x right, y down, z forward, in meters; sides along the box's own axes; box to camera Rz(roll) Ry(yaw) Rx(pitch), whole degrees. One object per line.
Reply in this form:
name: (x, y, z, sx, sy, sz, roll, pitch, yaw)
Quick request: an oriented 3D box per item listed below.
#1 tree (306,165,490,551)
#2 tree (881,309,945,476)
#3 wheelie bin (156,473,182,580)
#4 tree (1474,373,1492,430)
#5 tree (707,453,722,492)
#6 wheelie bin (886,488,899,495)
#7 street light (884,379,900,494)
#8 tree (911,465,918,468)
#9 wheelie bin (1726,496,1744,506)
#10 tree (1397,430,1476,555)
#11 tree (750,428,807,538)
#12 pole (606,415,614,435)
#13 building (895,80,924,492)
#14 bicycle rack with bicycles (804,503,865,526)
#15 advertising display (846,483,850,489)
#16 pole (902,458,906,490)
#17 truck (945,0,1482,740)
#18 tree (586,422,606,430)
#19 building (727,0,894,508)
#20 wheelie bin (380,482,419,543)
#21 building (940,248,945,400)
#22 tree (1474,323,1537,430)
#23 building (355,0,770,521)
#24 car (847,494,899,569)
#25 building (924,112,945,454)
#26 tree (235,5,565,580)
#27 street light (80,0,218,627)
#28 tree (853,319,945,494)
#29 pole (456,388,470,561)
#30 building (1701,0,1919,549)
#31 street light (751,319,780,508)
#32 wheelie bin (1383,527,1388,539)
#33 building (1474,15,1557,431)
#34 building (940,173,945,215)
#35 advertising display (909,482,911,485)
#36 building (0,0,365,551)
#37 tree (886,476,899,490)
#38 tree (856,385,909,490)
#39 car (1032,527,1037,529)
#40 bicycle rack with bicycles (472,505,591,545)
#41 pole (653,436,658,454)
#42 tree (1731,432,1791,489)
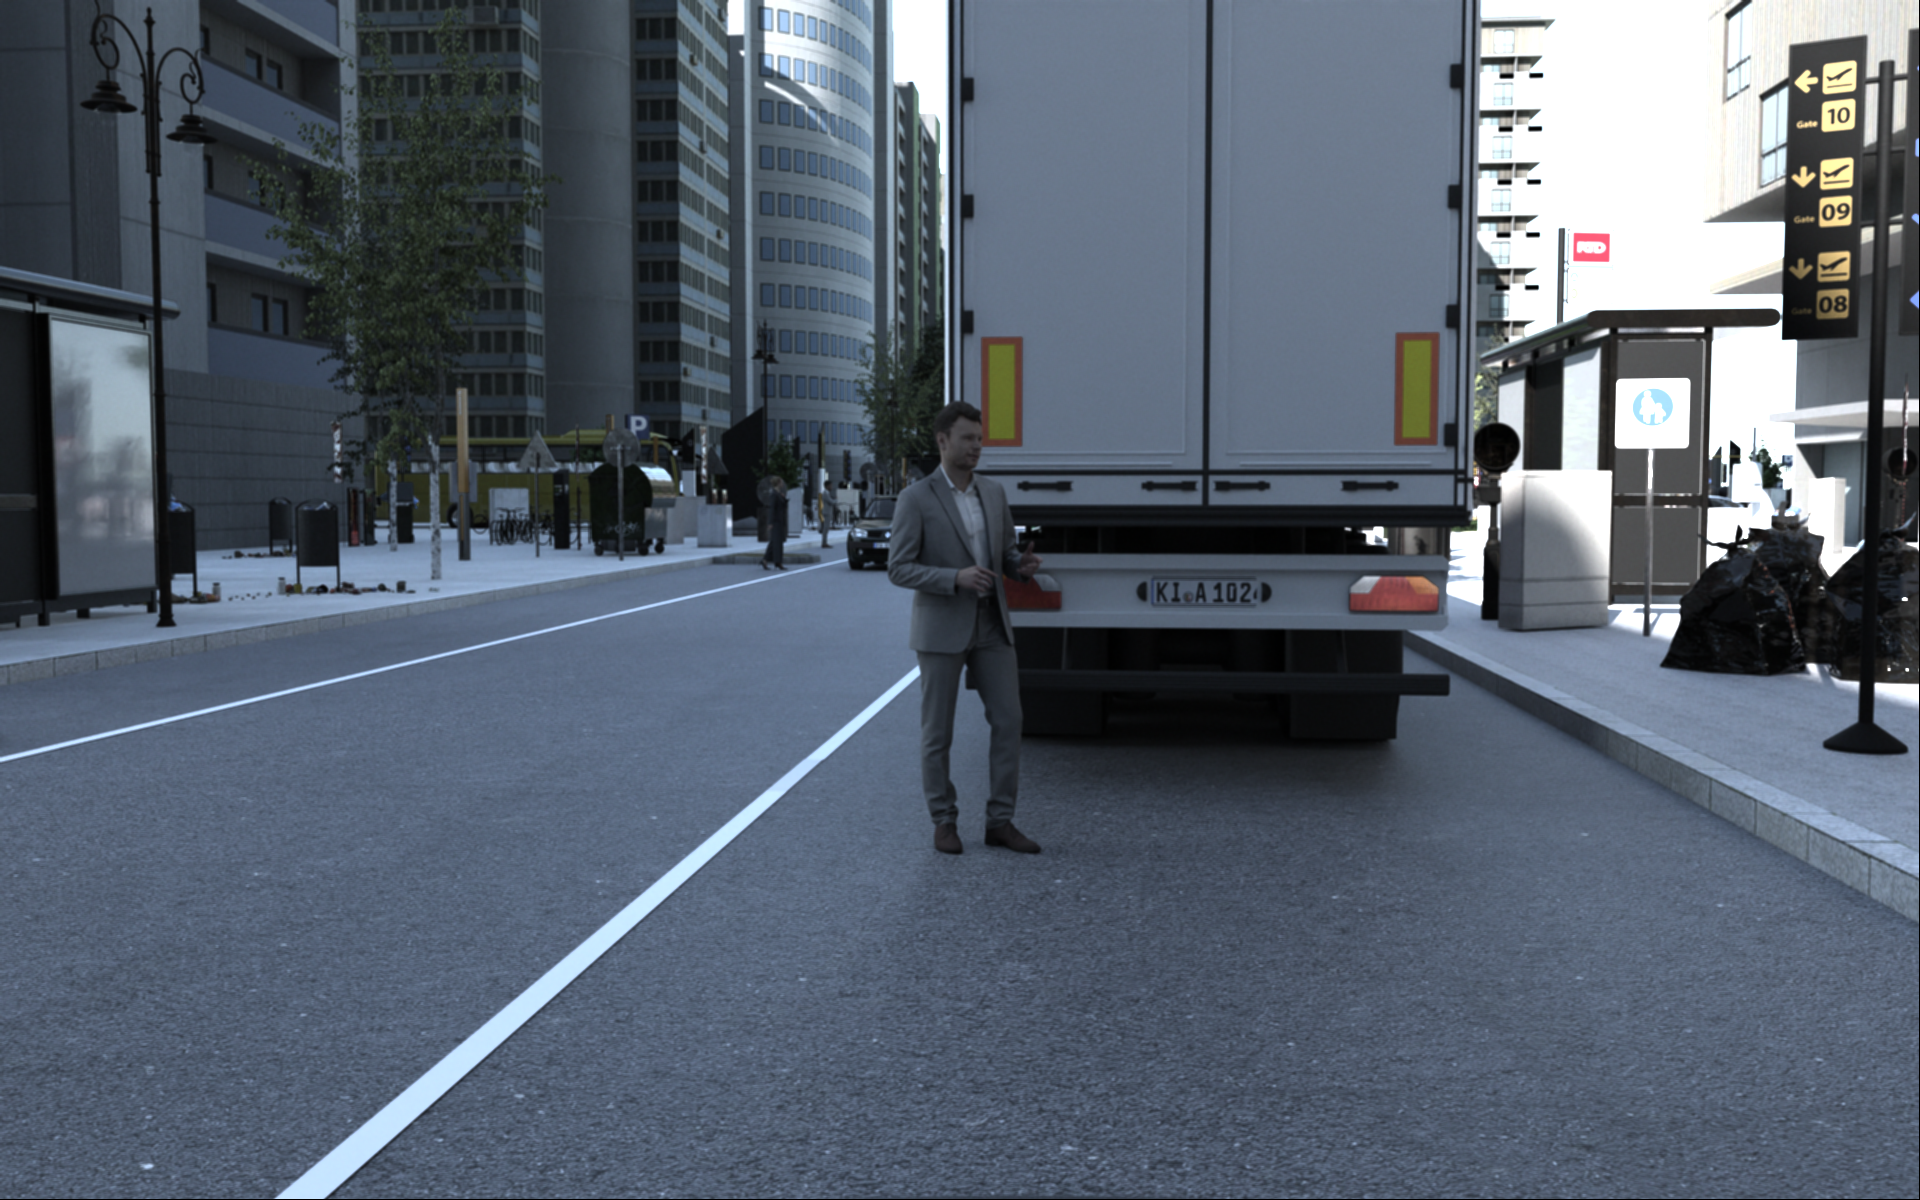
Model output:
tree: (-12.735, -5.414, 38.885, 4.360, 8.622, 3.978, 0, 3, 0)
tree: (-0.219, -11.541, 105.705, 9.611, 12.733, 9.660, 0, 3, 0)
wheelie bin: (-12.133, -1.101, 25.918, 0.980, 1.594, 0.693, -1, 4, -14)
tree: (25.864, -8.627, 91.415, 4.737, 8.622, 4.395, 0, 3, 0)
tree: (-10.830, -5.162, 79.000, 1.663, 3.219, 1.824, 0, 3, 0)
wheelie bin: (-3.221, -4.615, 83.360, 0.693, 1.594, 0.980, -2, 4, -30)
street light: (-2.714, -5.939, 69.896, 0.468, 5.910, 1.993, 0, 4, 5)
tree: (-2.697, -9.775, 143.531, 4.285, 4.588, 4.351, 0, 3, 0)
wheelie bin: (38.007, -4.697, 84.701, 0.980, 1.594, 0.693, 1, 4, 14)
tree: (5.963, -1.720, 22.723, 1.663, 3.219, 1.824, 0, 3, 0)
tree: (-5.368, -3.454, 51.078, 1.663, 3.219, 1.824, 0, 3, 0)
pole: (-9.010, -3.110, 44.688, 0.158, 3.312, 0.155, 0, 3, 0)
building: (-11.630, -29.574, 167.133, 14.154, 41.232, 14.086, 0, 4, 5)
bicycle rack with bicycles: (-5.407, -3.482, 70.320, 2.852, 0.926, 2.925, 0, 4, -4)
advertising display: (-6.507, -5.843, 100.742, 0.123, 1.923, 0.974, 0, 4, 3)
pole: (-3.133, -6.323, 97.230, 0.158, 3.312, 0.155, 0, 3, 0)
truck: (1.775, -1.503, 13.486, 2.839, 4.237, 11.283, 0, 4, 7)
tree: (-16.338, -5.848, 79.326, 4.285, 4.588, 4.351, 0, 3, 0)
building: (-17.072, -35.721, 126.034, 21.231, 58.520, 28.212, 0, 4, 5)
wheelie bin: (-14.642, -2.284, 45.249, 0.980, 1.594, 0.693, -1, 4, -18)
building: (-9.186, -25.934, 195.718, 14.160, 30.474, 14.107, 0, 4, 5)
tree: (23.938, -7.627, 75.068, 4.360, 8.622, 3.978, 0, 3, 0)
building: (-25.832, -24.547, 93.230, 32.217, 40.220, 23.993, 0, 4, 5)
car: (-1.102, -1.491, 34.165, 2.009, 1.686, 4.222, 0, 4, 7)
building: (-9.666, -30.427, 181.070, 14.154, 41.232, 14.086, 0, 4, 5)
tree: (-8.119, -4.612, 25.772, 4.737, 8.622, 4.395, 0, 3, 0)
street light: (-7.699, -2.681, 16.621, 0.468, 5.910, 1.993, 0, 4, 5)
tree: (-2.727, -7.559, 73.945, 4.737, 8.622, 4.395, 0, 3, 0)
pole: (-9.581, -2.420, 33.404, 0.158, 3.312, 0.155, 0, 3, 0)
building: (32.342, -27.084, 32.057, 28.713, 52.752, 27.495, 0, 4, 5)
street light: (-5.148, -4.473, 45.919, 0.468, 5.910, 1.993, 0, 4, 5)
wheelie bin: (12.121, -2.548, 49.560, 0.980, 1.594, 0.693, 2, 4, 31)
building: (47.761, -36.806, 191.016, 28.713, 52.752, 27.495, 0, 4, 5)
building: (-5.786, -39.188, 264.432, 21.300, 48.544, 21.600, 0, 4, 5)
advertising display: (-1.860, -4.504, 78.853, 0.974, 1.923, 0.123, 1, 4, 18)
building: (-30.616, -30.611, 42.483, 28.212, 58.520, 21.231, 0, 4, 5)
tree: (-5.087, -7.936, 124.357, 1.663, 3.219, 1.824, 0, 3, 0)
tree: (-4.907, -10.156, 116.419, 4.360, 8.622, 3.978, 0, 3, 0)
car: (2.004, -1.095, 26.697, 1.959, 1.807, 4.718, 0, 4, 7)
bicycle rack with bicycles: (-10.912, -1.887, 44.239, 2.852, 0.926, 2.925, 1, 4, 22)
pole: (-10.690, -4.103, 60.930, 0.158, 3.312, 0.155, 0, 3, 0)
tree: (25.186, -3.676, 54.705, 1.663, 3.219, 1.824, 0, 3, 0)
